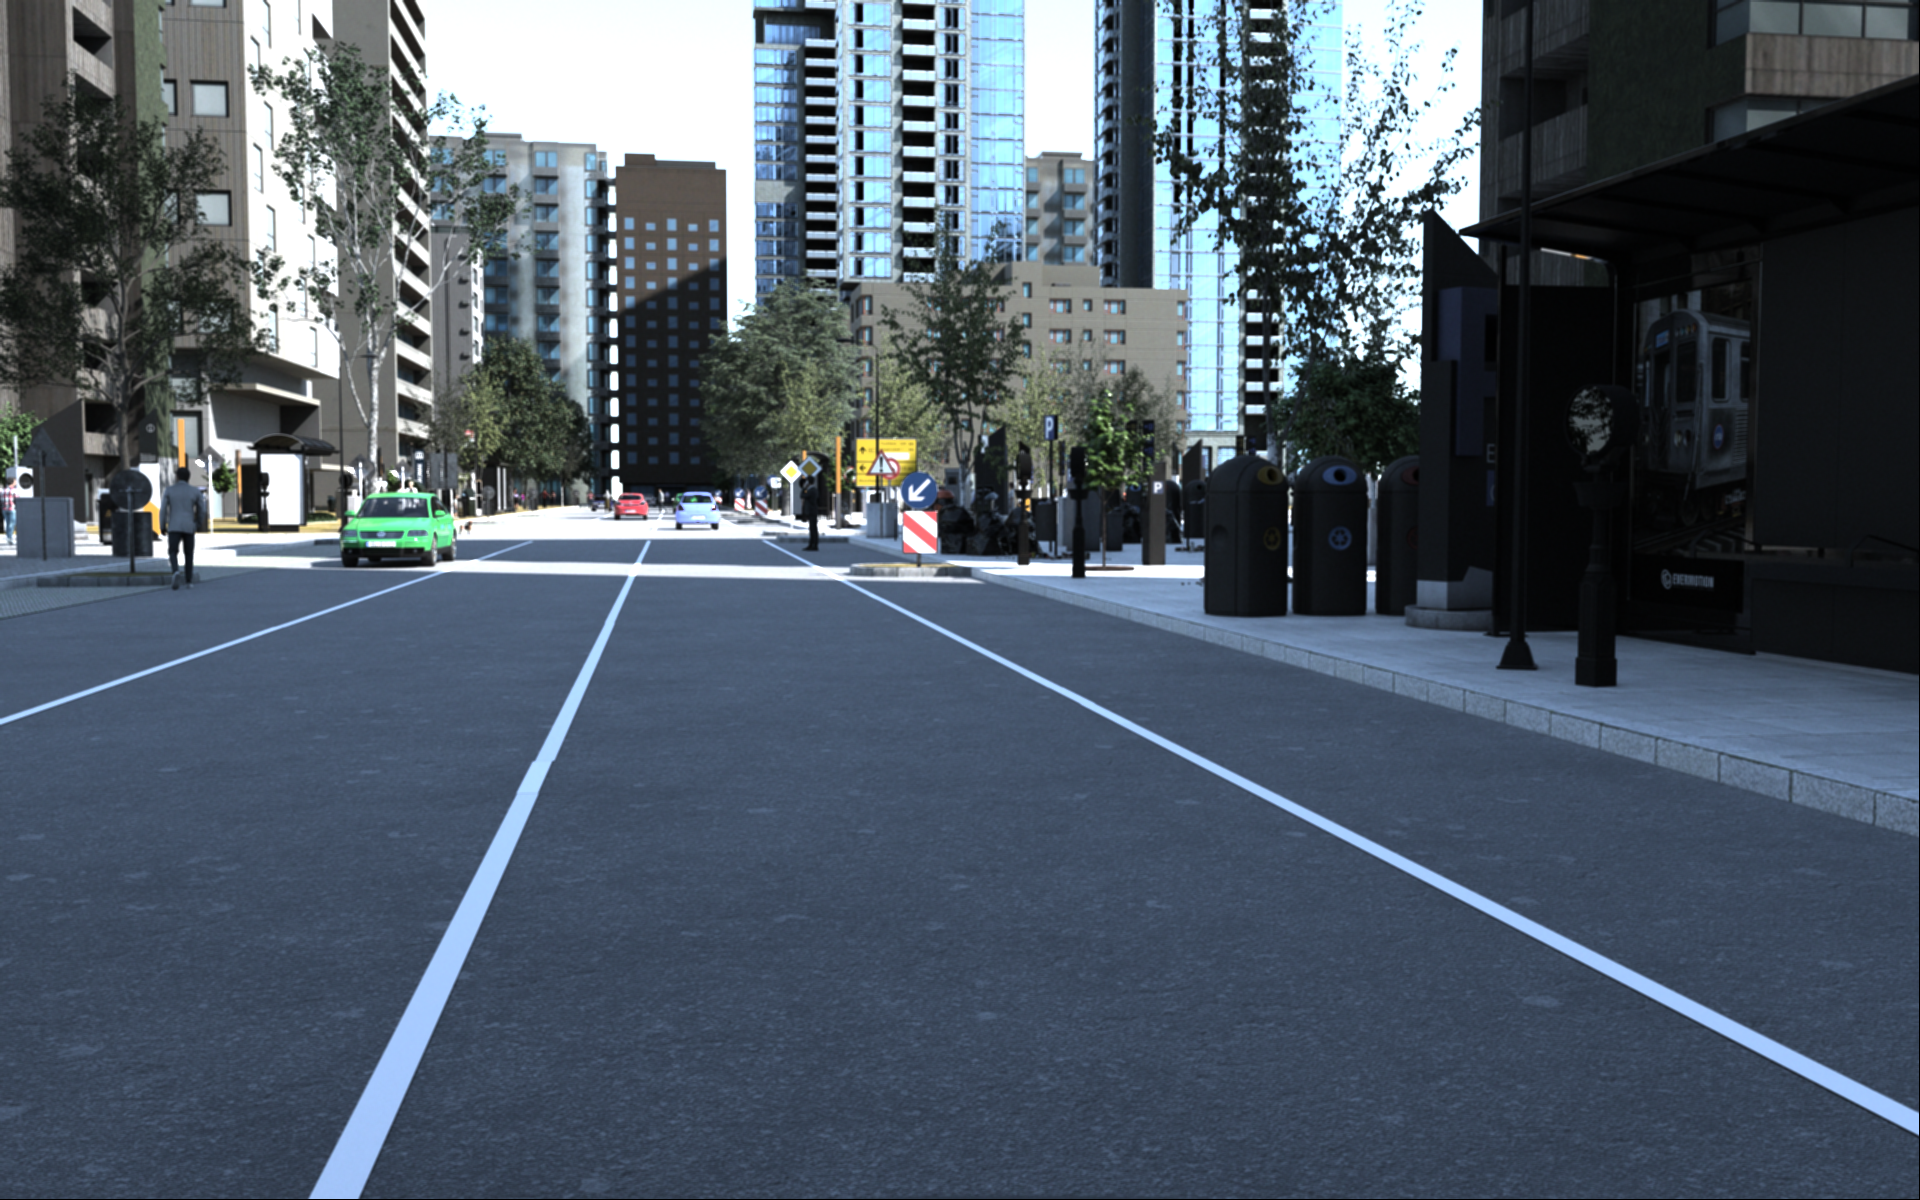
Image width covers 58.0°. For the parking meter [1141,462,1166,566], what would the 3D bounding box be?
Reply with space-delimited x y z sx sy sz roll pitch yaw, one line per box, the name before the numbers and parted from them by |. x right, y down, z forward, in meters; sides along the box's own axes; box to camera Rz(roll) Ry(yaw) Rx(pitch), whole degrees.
parking meter | 3.477 -1.555 31.136 0.399 1.863 0.255 -2 4 -25

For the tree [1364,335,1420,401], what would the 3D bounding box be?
tree | 19.779 -7.921 79.871 4.737 8.622 4.395 0 3 0

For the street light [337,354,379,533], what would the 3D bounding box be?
street light | -19.991 -5.199 57.545 1.470 5.913 1.316 -1 4 -9

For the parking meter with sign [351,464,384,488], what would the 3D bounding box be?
parking meter with sign | -34.068 -6.325 99.676 1.738 3.016 0.543 -3 5 -45

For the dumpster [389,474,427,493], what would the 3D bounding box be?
dumpster | -25.968 -4.833 81.518 1.502 2.255 1.985 -1 4 -10

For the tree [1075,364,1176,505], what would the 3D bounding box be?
tree | 11.812 -11.529 122.905 7.601 10.594 8.767 -1 4 -10

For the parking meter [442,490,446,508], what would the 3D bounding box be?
parking meter | -30.406 -5.727 102.045 0.372 1.533 0.369 0 3 0

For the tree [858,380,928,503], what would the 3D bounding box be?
tree | -4.655 -9.856 111.515 4.360 8.622 3.978 0 3 0

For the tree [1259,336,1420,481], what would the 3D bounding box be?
tree | 7.838 -3.155 35.305 4.285 4.588 4.351 0 3 0

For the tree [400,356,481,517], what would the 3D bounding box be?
tree | -27.183 -8.642 91.665 4.360 8.622 3.978 0 3 0

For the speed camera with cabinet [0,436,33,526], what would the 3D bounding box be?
speed camera with cabinet | -32.148 -3.902 58.129 0.660 3.252 2.038 2 4 24

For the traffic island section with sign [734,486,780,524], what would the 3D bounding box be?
traffic island section with sign | -9.842 -4.635 84.406 1.989 1.847 2.006 -1 4 -9

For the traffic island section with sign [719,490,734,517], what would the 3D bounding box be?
traffic island section with sign | -14.276 -6.261 110.996 1.989 1.847 2.006 -1 4 -9

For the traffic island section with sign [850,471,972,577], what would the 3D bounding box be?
traffic island section with sign | -0.935 -1.362 30.889 1.989 1.847 2.006 -1 4 -9

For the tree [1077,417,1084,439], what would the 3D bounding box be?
tree | 3.597 -8.104 82.862 4.737 8.622 4.395 0 3 0

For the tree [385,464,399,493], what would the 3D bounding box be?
tree | -35.418 -6.926 107.841 1.663 3.219 1.824 0 3 0

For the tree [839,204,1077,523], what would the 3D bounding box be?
tree | 0.030 -5.713 43.777 4.737 8.622 4.395 0 3 0

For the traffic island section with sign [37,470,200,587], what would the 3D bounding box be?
traffic island section with sign | -13.275 -1.155 27.515 1.989 1.847 2.006 -1 4 -9

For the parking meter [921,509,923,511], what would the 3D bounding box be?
parking meter | -2.163 -5.449 97.494 0.372 1.533 0.369 0 3 0

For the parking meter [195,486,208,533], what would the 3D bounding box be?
parking meter | -25.091 -2.990 57.304 0.372 1.533 0.369 0 3 0

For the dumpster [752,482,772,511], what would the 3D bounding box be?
dumpster | -15.096 -7.929 132.126 1.502 2.255 1.985 -1 4 -9

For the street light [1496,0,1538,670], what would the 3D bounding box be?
street light | 3.572 -2.445 12.509 1.470 5.913 1.316 -1 4 -9

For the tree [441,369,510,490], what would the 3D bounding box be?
tree | -28.330 -9.247 101.551 4.737 8.622 4.395 0 3 0

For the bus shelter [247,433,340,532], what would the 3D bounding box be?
bus shelter | -23.225 -4.081 60.645 2.014 3.302 5.546 -1 4 -10

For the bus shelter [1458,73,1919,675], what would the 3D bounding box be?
bus shelter | 5.764 -1.303 12.592 1.731 3.624 6.357 -1 4 -9

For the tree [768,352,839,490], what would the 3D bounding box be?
tree | -8.202 -8.568 90.455 4.737 8.622 4.395 0 3 0

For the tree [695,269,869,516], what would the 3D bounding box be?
tree | -10.050 -11.781 99.272 9.857 13.997 8.962 0 3 0

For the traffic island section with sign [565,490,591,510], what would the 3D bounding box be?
traffic island section with sign | -35.076 -9.163 158.443 1.989 1.847 2.006 -1 4 -9

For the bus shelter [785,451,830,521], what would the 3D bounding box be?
bus shelter | -7.364 -5.548 84.636 2.014 3.302 5.546 -1 4 -9

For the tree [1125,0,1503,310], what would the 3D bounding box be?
tree | 4.089 -4.332 21.196 4.360 8.622 3.978 0 3 0

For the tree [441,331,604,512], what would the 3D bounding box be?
tree | -31.661 -12.509 121.528 9.611 12.733 9.660 0 3 0

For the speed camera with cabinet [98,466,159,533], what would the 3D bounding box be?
speed camera with cabinet | -27.393 -3.834 57.014 2.038 3.252 0.660 1 4 18

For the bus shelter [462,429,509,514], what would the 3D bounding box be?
bus shelter | -30.186 -8.106 110.167 2.179 5.291 8.768 -1 4 -9

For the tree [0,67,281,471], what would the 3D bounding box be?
tree | -19.168 -6.396 38.990 8.767 10.594 7.601 3 5 44

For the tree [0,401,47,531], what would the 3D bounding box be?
tree | -33.563 -4.746 61.305 4.285 4.588 4.351 0 3 0

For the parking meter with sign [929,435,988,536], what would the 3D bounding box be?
parking meter with sign | -0.065 -3.375 51.445 1.738 3.016 0.543 2 4 25

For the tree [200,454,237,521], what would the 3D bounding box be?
tree | -35.151 -5.391 82.737 1.663 3.219 1.824 0 3 0

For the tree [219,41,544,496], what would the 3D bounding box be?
tree | -23.774 -13.199 71.690 12.611 20.169 13.585 0 3 0

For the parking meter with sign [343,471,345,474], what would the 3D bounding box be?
parking meter with sign | -42.646 -7.715 122.405 1.738 3.016 0.543 -1 4 -19

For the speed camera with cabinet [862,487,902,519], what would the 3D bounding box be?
speed camera with cabinet | -4.030 -5.821 89.513 2.038 3.252 0.660 -2 4 -30

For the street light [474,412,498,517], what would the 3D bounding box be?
street light | -26.679 -7.645 97.531 1.470 5.913 1.316 -1 4 -9

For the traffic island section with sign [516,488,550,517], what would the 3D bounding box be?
traffic island section with sign | -26.820 -6.134 108.924 1.989 1.847 2.006 -1 4 -9

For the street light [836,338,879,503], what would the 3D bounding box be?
street light | -3.014 -4.854 51.903 1.470 5.913 1.316 -1 4 -9

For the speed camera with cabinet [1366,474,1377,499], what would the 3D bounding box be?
speed camera with cabinet | 20.566 -5.511 84.440 2.038 3.252 0.660 3 4 36

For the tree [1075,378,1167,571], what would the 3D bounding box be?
tree | 2.381 -2.107 29.051 1.663 3.219 1.824 0 3 0

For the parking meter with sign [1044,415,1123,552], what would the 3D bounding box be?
parking meter with sign | 2.783 -2.594 38.681 1.738 3.016 0.543 -1 4 -22

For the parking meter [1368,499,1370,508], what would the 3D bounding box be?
parking meter | 22.050 -5.396 93.935 0.399 1.863 0.255 -1 4 -10

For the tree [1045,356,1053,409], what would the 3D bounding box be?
tree | 5.656 -7.749 77.066 4.360 8.622 3.978 0 3 0

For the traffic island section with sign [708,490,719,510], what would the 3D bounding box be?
traffic island section with sign | -22.517 -9.290 160.518 1.989 1.847 2.006 -1 4 -9

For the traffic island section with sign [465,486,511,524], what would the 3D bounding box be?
traffic island section with sign | -22.402 -4.508 82.332 1.989 1.847 2.006 -1 4 -9

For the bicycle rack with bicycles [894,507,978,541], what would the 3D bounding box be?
bicycle rack with bicycles | -0.791 -2.149 48.526 2.852 0.926 2.925 0 4 -1

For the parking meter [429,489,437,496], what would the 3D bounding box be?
parking meter | -25.088 -4.531 82.491 0.372 1.533 0.369 0 3 0

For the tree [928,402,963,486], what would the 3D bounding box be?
tree | -1.795 -10.962 129.590 4.360 8.622 3.978 0 3 0
